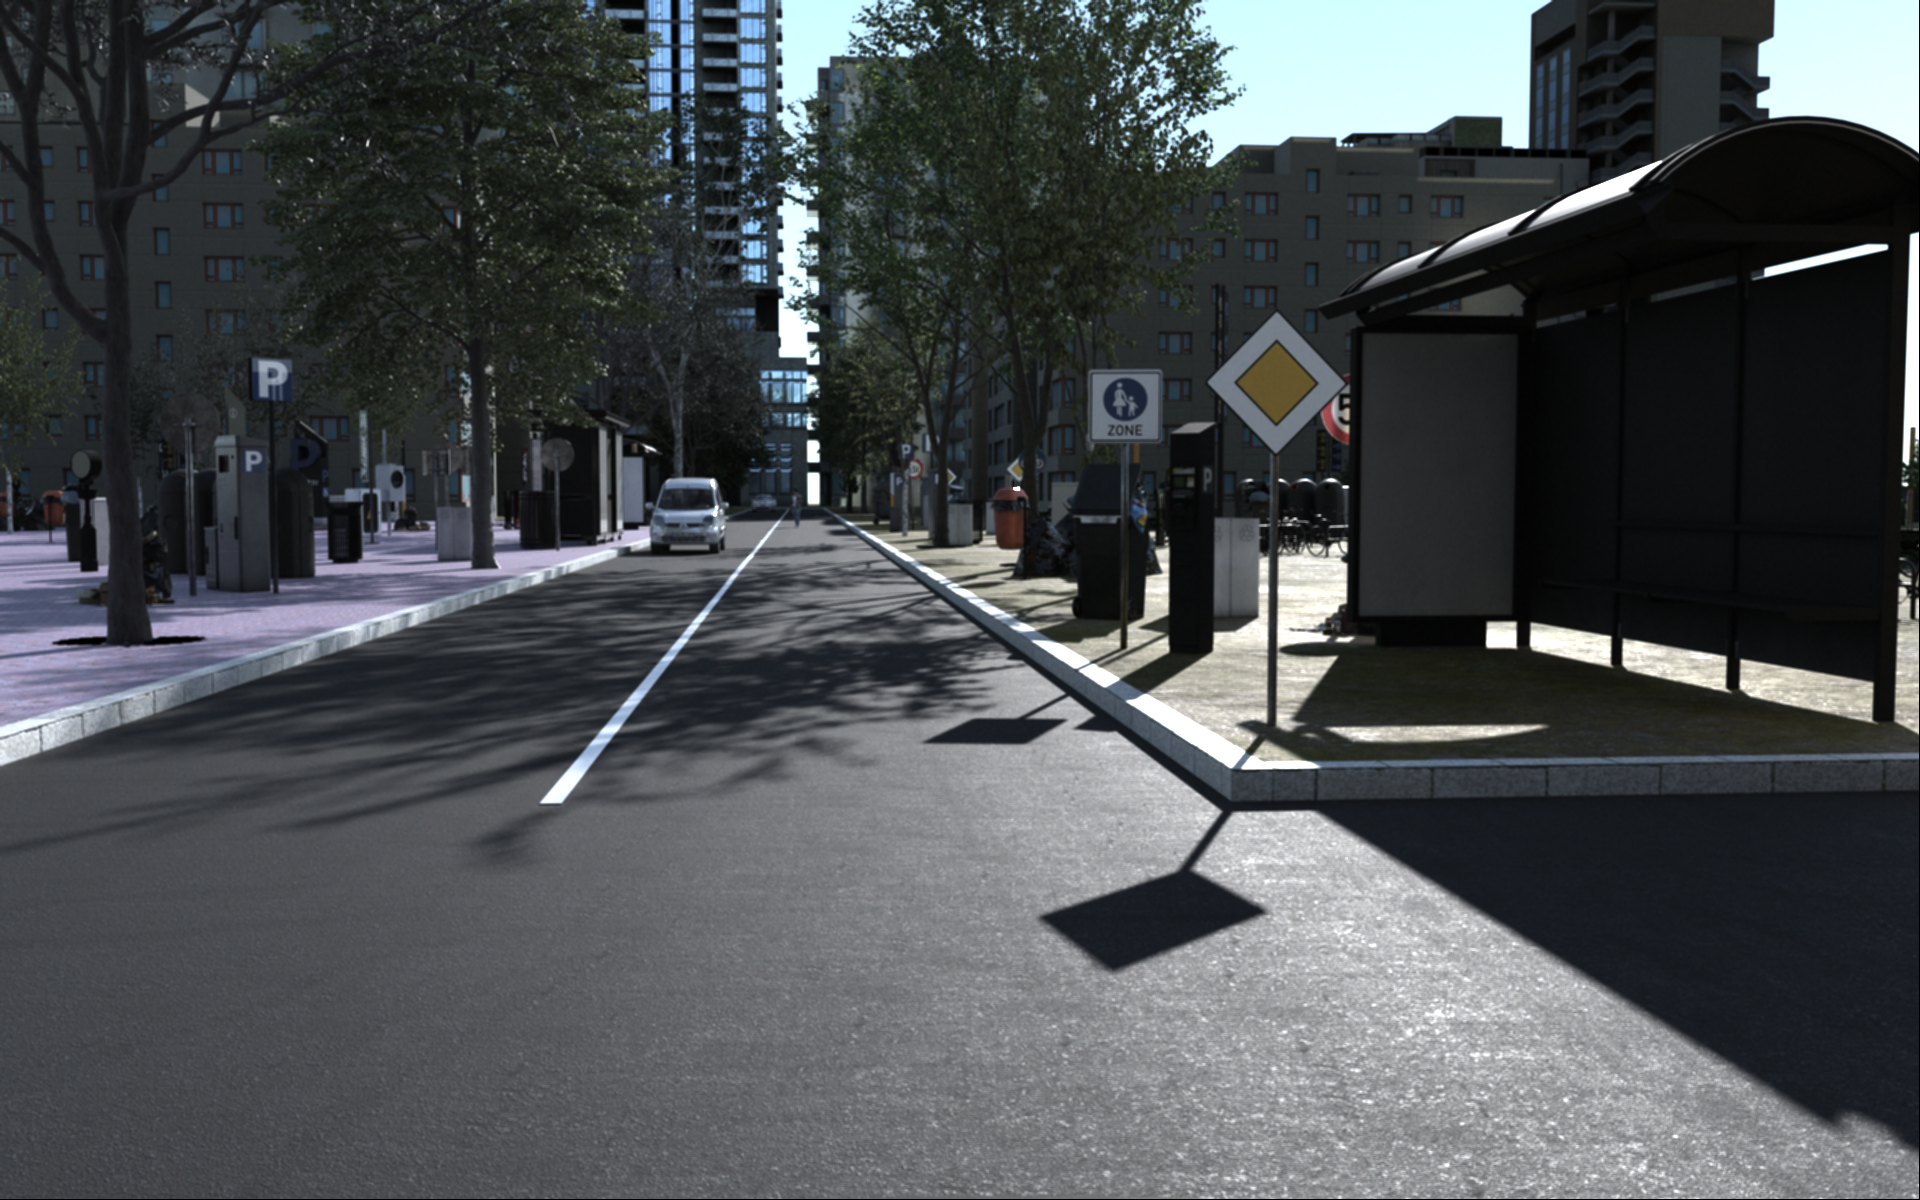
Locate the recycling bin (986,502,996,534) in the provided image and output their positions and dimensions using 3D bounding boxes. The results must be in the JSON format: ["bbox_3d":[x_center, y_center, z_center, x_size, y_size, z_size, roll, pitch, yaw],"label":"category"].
[{"bbox_3d":[1.261,-2.634,55.614,0.722,1.027,0.722,1,4,15],"label":"recycling bin"}]

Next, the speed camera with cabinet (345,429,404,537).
[{"bbox_3d":[-17.640,-3.540,52.218,0.660,3.252,2.038,1,4,21],"label":"speed camera with cabinet"}]

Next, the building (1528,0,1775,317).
[{"bbox_3d":[57.807,-30.391,146.995,14.200,45.320,14.600,0,4,-5],"label":"building"}]

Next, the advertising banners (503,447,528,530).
[{"bbox_3d":[-16.265,-4.117,63.499,0.090,3.025,2.074,1,4,11],"label":"advertising banners"}]

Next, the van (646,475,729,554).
[{"bbox_3d":[-6.716,-2.196,42.919,2.013,2.044,4.112,0,4,-5],"label":"van"}]

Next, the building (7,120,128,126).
[{"bbox_3d":[-68.312,-22.385,137.699,14.107,30.474,14.160,0,4,-5],"label":"building"}]

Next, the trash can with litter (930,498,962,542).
[{"bbox_3d":[-0.285,-2.119,46.040,0.624,1.170,1.055,3,4,36],"label":"trash can with litter"}]

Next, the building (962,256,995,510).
[{"bbox_3d":[15.298,-17.859,137.031,27.650,21.520,28.899,0,4,-5],"label":"building"}]

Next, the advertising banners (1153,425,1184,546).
[{"bbox_3d":[5.356,-2.893,43.489,0.090,3.025,2.074,2,4,33],"label":"advertising banners"}]

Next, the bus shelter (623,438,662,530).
[{"bbox_3d":[-12.403,-4.349,65.036,2.014,3.302,5.546,0,4,-5],"label":"bus shelter"}]

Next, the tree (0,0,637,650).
[{"bbox_3d":[-7.272,-6.363,14.409,12.009,13.543,11.850,0,3,0],"label":"tree"}]

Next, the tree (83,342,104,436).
[{"bbox_3d":[-36.800,-7.773,77.450,4.360,8.622,3.978,0,3,0],"label":"tree"}]

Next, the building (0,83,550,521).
[{"bbox_3d":[-38.918,-15.351,96.033,27.650,21.520,28.899,0,4,-5],"label":"building"}]

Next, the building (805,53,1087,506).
[{"bbox_3d":[-1.633,-34.926,190.640,30.456,49.044,23.786,0,4,-5],"label":"building"}]

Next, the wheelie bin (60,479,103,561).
[{"bbox_3d":[-16.797,-1.543,33.141,0.693,1.594,0.980,-1,4,-23],"label":"wheelie bin"}]

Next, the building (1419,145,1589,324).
[{"bbox_3d":[43.574,-22.977,147.382,14.107,30.474,14.160,0,4,-5],"label":"building"}]

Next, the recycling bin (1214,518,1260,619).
[{"bbox_3d":[2.671,-0.346,18.208,0.722,1.027,0.722,-1,4,-19],"label":"recycling bin"}]

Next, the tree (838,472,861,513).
[{"bbox_3d":[-7.419,-7.683,120.223,1.663,3.219,1.824,0,3,0],"label":"tree"}]

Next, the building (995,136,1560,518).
[{"bbox_3d":[17.747,-16.101,108.289,27.650,21.520,28.899,0,4,-5],"label":"building"}]

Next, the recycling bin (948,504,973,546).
[{"bbox_3d":[-0.096,-1.856,42.897,0.722,1.027,0.722,-1,4,-10],"label":"recycling bin"}]

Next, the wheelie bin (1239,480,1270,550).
[{"bbox_3d":[6.880,-1.969,40.099,0.693,1.594,0.980,-1,4,-23],"label":"wheelie bin"}]

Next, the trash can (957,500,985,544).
[{"bbox_3d":[0.279,-2.013,44.568,0.748,1.137,0.748,0,3,0],"label":"trash can"}]

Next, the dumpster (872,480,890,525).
[{"bbox_3d":[-3.039,-4.118,73.093,1.264,1.857,1.865,0,4,-5],"label":"dumpster"}]

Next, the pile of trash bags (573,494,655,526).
[{"bbox_3d":[-13.950,-3.655,69.517,3.447,1.369,1.912,-3,4,-36],"label":"pile of trash bags"}]

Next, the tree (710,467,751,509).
[{"bbox_3d":[-19.525,-9.974,146.784,4.285,4.588,4.351,0,3,0],"label":"tree"}]

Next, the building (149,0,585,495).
[{"bbox_3d":[-45.165,-31.446,133.753,30.456,49.044,23.786,0,4,-5],"label":"building"}]

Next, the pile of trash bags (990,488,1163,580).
[{"bbox_3d":[1.631,-1.060,27.082,1.912,1.369,3.447,3,4,37],"label":"pile of trash bags"}]

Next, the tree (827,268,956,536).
[{"bbox_3d":[-1.777,-6.261,52.722,4.360,8.622,3.978,0,3,0],"label":"tree"}]

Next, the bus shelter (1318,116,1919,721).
[{"bbox_3d":[4.284,-1.109,12.056,2.014,3.302,5.546,0,4,-5],"label":"bus shelter"}]

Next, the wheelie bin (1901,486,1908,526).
[{"bbox_3d":[38.078,-3.808,70.174,0.693,1.594,0.980,-3,4,-39],"label":"wheelie bin"}]

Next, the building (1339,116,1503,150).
[{"bbox_3d":[49.797,-30.995,190.370,14.086,41.232,14.154,0,4,-5],"label":"building"}]

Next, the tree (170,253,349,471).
[{"bbox_3d":[-21.249,-6.322,53.732,4.360,8.622,3.978,0,3,0],"label":"tree"}]

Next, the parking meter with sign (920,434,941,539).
[{"bbox_3d":[-0.670,-3.238,49.206,0.543,3.016,1.738,-1,4,-10],"label":"parking meter with sign"}]

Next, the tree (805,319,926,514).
[{"bbox_3d":[-6.097,-11.856,111.972,7.486,12.596,7.792,0,3,0],"label":"tree"}]

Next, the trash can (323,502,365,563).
[{"bbox_3d":[-11.496,-1.267,32.369,0.748,1.137,0.748,0,3,0],"label":"trash can"}]

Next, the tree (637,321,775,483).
[{"bbox_3d":[-16.110,-11.721,108.646,9.611,12.733,9.660,0,3,0],"label":"tree"}]

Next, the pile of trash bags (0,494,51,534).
[{"bbox_3d":[-32.837,-3.097,60.392,1.912,1.369,3.447,-1,4,-16],"label":"pile of trash bags"}]

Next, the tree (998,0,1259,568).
[{"bbox_3d":[1.340,-6.405,30.482,9.928,11.665,9.643,0,3,0],"label":"tree"}]

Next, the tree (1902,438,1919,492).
[{"bbox_3d":[28.555,-3.478,51.461,1.663,3.219,1.824,0,3,0],"label":"tree"}]

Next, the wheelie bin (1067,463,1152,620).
[{"bbox_3d":[1.550,-0.612,17.914,0.980,1.594,0.693,2,4,31],"label":"wheelie bin"}]

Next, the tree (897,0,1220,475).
[{"bbox_3d":[1.470,-4.383,22.029,4.737,8.622,4.395,0,3,0],"label":"tree"}]

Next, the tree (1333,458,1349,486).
[{"bbox_3d":[18.120,-5.172,79.163,1.663,3.219,1.824,0,3,0],"label":"tree"}]

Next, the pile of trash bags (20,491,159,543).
[{"bbox_3d":[-22.590,-2.212,45.922,3.447,1.369,1.912,0,4,-1],"label":"pile of trash bags"}]

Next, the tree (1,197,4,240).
[{"bbox_3d":[-23.319,-5.458,39.601,4.737,8.622,4.395,0,3,0],"label":"tree"}]

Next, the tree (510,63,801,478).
[{"bbox_3d":[-13.647,-13.517,76.897,12.611,20.169,13.585,0,3,0],"label":"tree"}]

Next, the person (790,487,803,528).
[{"bbox_3d":[-6.963,-3.948,73.893,0.563,1.720,0.643,2,4,29],"label":"person"}]

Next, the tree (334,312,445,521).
[{"bbox_3d":[-22.850,-7.270,69.235,4.737,8.622,4.395,0,3,0],"label":"tree"}]

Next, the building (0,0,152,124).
[{"bbox_3d":[-84.730,-36.462,185.393,27.495,52.752,28.713,0,4,-5],"label":"building"}]

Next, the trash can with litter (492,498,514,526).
[{"bbox_3d":[-18.416,-3.590,69.761,1.678,1.210,2.233,2,4,35],"label":"trash can with litter"}]

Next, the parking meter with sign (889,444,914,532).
[{"bbox_3d":[-2.007,-3.836,58.975,0.543,3.016,1.738,1,4,11],"label":"parking meter with sign"}]

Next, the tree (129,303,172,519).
[{"bbox_3d":[-27.975,-6.939,63.819,4.360,8.622,3.978,0,3,0],"label":"tree"}]

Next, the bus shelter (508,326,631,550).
[{"bbox_3d":[-9.926,-4.070,44.169,2.179,5.291,8.768,0,4,-5],"label":"bus shelter"}]

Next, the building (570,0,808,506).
[{"bbox_3d":[-32.182,-53.424,186.146,31.000,86.520,22.319,0,4,-5],"label":"building"}]

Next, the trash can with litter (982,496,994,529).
[{"bbox_3d":[1.508,-3.191,63.234,2.233,1.210,1.678,-3,5,-39],"label":"trash can with litter"}]

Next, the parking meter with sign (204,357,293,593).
[{"bbox_3d":[-9.455,-1.626,22.853,1.738,3.016,0.543,3,5,42],"label":"parking meter with sign"}]

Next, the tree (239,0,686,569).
[{"bbox_3d":[-8.335,-6.791,29.165,7.486,12.596,7.792,0,3,0],"label":"tree"}]
